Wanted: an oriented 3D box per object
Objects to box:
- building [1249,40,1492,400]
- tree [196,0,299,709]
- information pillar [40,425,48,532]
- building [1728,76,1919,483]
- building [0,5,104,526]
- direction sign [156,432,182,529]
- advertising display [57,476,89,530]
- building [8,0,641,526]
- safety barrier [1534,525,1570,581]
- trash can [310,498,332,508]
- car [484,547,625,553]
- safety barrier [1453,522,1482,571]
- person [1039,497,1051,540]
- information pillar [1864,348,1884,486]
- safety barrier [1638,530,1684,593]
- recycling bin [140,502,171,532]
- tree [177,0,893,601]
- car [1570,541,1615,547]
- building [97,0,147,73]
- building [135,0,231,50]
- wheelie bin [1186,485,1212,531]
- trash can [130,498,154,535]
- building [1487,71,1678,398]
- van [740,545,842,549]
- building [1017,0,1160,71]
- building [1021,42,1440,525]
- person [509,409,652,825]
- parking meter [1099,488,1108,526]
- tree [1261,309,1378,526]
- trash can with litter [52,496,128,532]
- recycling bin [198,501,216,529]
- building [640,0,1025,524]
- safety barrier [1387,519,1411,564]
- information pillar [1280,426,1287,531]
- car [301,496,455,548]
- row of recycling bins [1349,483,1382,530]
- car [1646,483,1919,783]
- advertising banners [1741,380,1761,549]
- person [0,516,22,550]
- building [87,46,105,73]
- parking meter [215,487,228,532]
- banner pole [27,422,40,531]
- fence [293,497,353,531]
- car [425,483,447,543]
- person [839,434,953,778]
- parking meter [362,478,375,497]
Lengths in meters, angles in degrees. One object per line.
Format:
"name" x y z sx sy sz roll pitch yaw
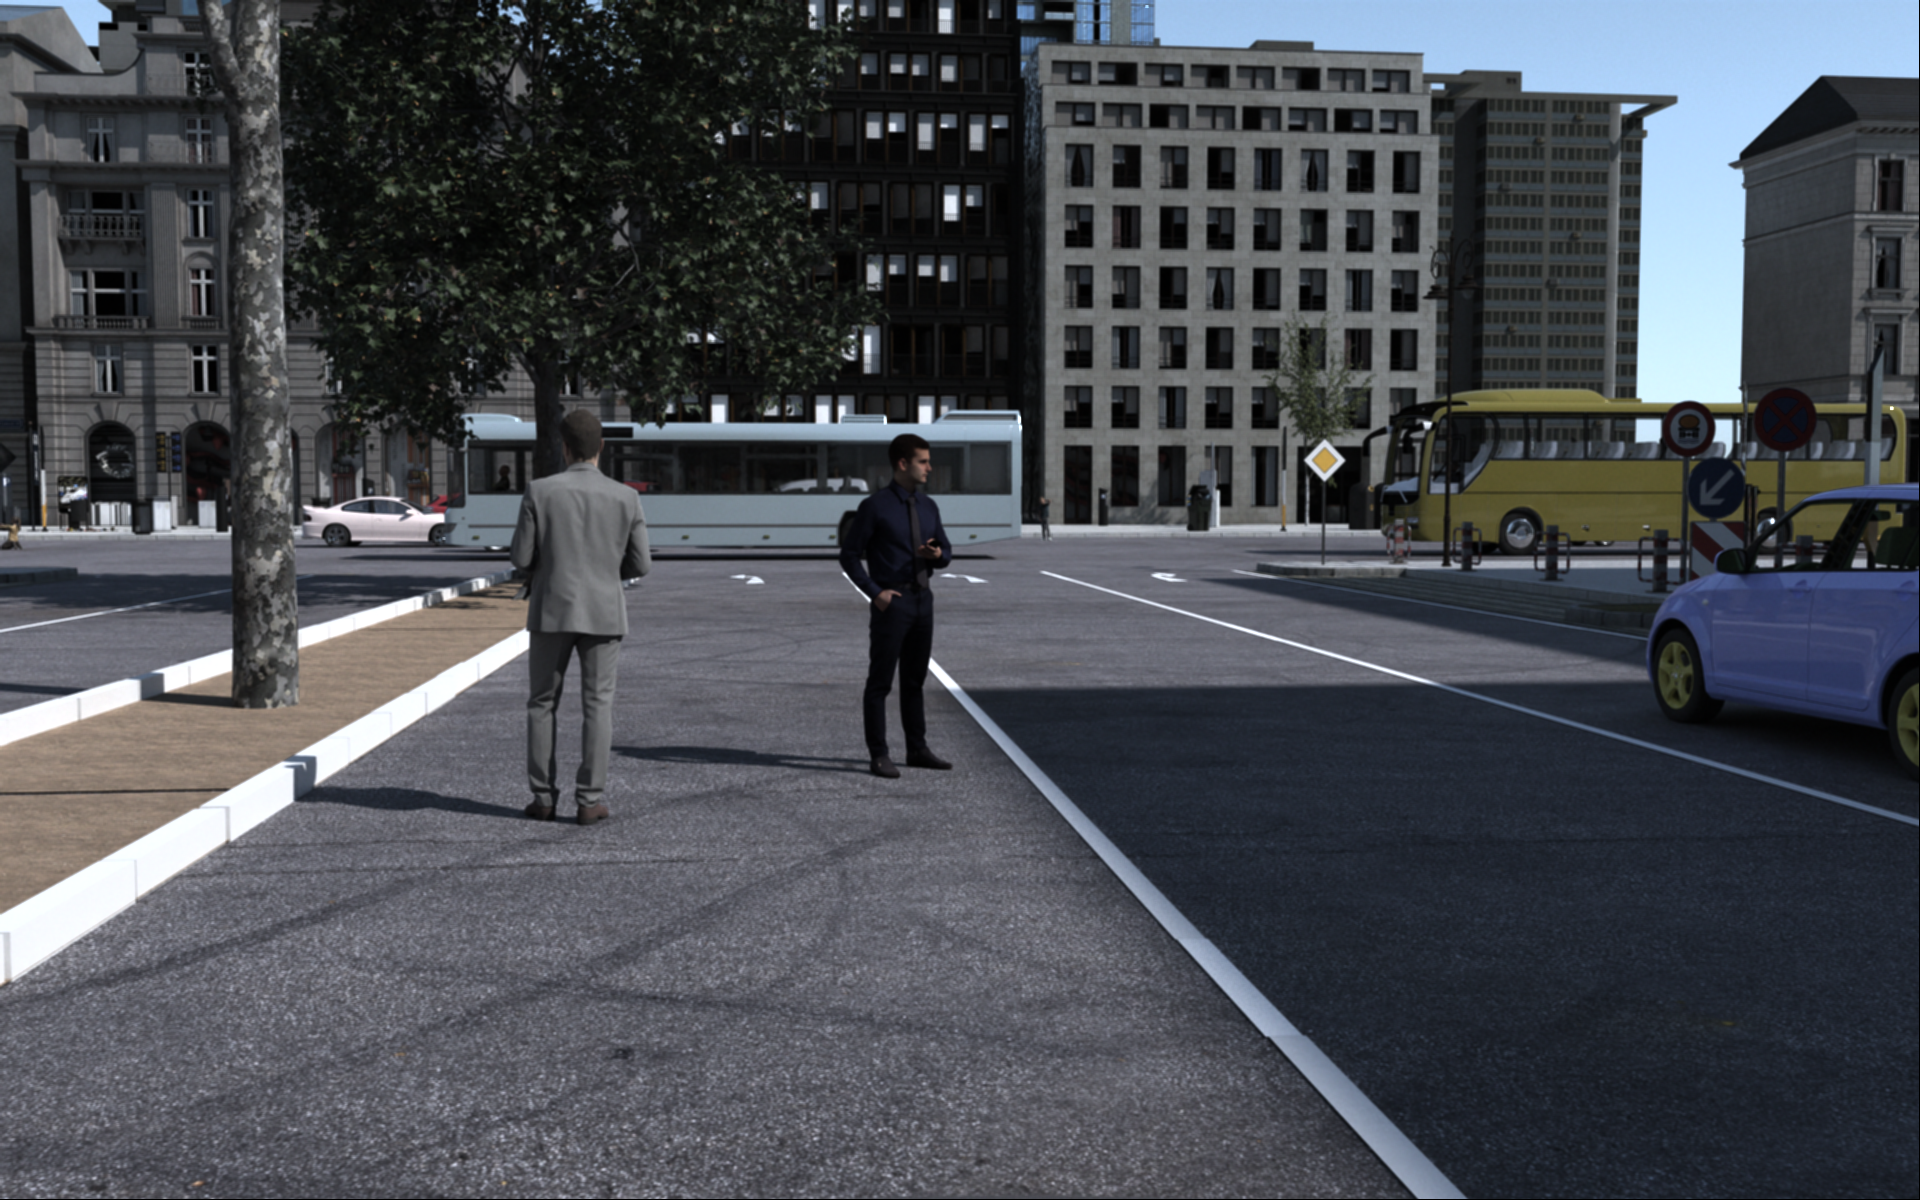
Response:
"building" 25.919 -28.189 152.773 32.217 40.220 23.993 0 4 -6
"tree" -5.981 -9.385 11.789 12.611 20.169 13.585 0 3 0
"information pillar" -31.405 -4.158 59.345 0.183 3.616 0.504 -1 4 -22
"building" 40.454 -14.098 81.418 40.483 20.767 10.553 0 4 -6
"building" -55.213 -15.523 72.892 34.723 24.649 14.460 0 4 -6
"direction sign" -28.771 -4.345 63.038 0.876 3.537 0.379 0 4 -5
"advertising display" -31.898 -3.492 62.312 0.974 1.923 0.123 -2 4 -33
"building" -25.621 -14.269 75.091 24.055 21.916 13.314 0 4 -6
"safety barrier" 8.765 -0.696 25.649 0.300 0.817 1.120 0 4 -6
"trash can" -23.035 -3.109 62.478 0.748 1.137 0.748 0 3 0
"car" -9.727 -2.113 43.223 5.304 1.827 2.281 0 4 -5
"safety barrier" 8.425 -0.887 28.783 0.300 0.817 1.120 0 4 -6
"person" 2.639 -2.520 53.617 0.435 1.345 0.340 1 4 11
"information pillar" 14.589 -2.222 27.679 0.183 3.616 0.504 3 5 45
"safety barrier" 9.108 -0.504 22.524 0.300 0.817 1.120 0 4 -6
"recycling bin" -27.239 -2.818 58.621 0.722 1.027 0.722 1 4 22
"tree" -5.589 -6.352 23.316 9.611 12.733 9.660 0 3 0
"car" 16.355 -2.162 47.928 3.894 1.354 1.945 -1 4 -8
"building" -60.112 -34.573 154.513 27.495 52.752 28.713 0 4 -6
"building" -49.493 -29.082 125.607 14.600 45.320 14.200 0 4 -6
"wheelie bin" 8.322 -3.187 60.016 0.980 1.594 0.693 -2 4 -32
"trash can" -25.937 -2.647 54.927 0.748 1.137 0.748 0 3 0
"building" 48.755 -28.939 165.036 23.993 40.220 32.217 0 4 -6
"van" -4.396 -2.403 46.302 4.112 2.044 2.013 0 4 -8
"building" 15.591 -56.863 242.377 31.000 86.520 22.319 0 4 -6
"building" 11.340 -13.640 77.769 16.860 20.320 10.420 0 4 -6
"person" -1.699 0.063 7.675 0.606 1.804 0.583 -2 4 -23
"parking meter" 5.804 -3.775 70.126 0.372 1.533 0.369 0 3 0
"tree" 14.129 -7.265 69.149 4.737 8.622 4.395 0 3 0
"trash can with litter" -29.867 -2.964 59.514 2.233 1.210 1.678 -1 4 -17
"recycling bin" -28.079 -3.198 64.847 0.722 1.027 0.722 -1 4 -14
"building" -5.839 -15.165 77.618 15.834 23.373 12.332 0 4 -6
"safety barrier" 8.081 -1.078 31.909 0.300 0.817 1.120 0 4 -6
"information pillar" 11.206 -4.197 59.968 0.183 3.616 0.504 0 4 3
"car" -15.445 -2.139 47.329 4.827 1.381 2.083 0 4 -5
"row of recycling bins" 15.694 -3.389 62.524 3.534 1.692 1.069 -1 4 -15
"car" 5.428 -0.016 9.856 1.945 1.707 3.694 0 4 -6
"advertising banners" 12.526 -1.914 27.478 0.090 3.025 2.074 2 4 32
"person" -24.601 -1.734 44.779 0.695 0.859 0.347 1 4 12
"building" -82.075 -29.184 160.748 14.086 41.232 14.154 0 4 -6
"parking meter" -24.870 -3.054 58.345 0.372 1.533 0.369 0 3 0
"banner pole" -32.091 -4.285 60.069 0.401 3.779 0.863 0 4 -6
"fence" -22.272 -3.016 60.507 2.264 1.192 0.480 0 4 -3
"car" -13.494 -2.545 50.654 4.494 1.783 2.155 0 4 -5
"person" -0.260 0.021 8.868 0.504 1.737 0.576 3 4 37
"parking meter" -21.723 -3.543 63.640 0.255 1.863 0.399 2 4 33
